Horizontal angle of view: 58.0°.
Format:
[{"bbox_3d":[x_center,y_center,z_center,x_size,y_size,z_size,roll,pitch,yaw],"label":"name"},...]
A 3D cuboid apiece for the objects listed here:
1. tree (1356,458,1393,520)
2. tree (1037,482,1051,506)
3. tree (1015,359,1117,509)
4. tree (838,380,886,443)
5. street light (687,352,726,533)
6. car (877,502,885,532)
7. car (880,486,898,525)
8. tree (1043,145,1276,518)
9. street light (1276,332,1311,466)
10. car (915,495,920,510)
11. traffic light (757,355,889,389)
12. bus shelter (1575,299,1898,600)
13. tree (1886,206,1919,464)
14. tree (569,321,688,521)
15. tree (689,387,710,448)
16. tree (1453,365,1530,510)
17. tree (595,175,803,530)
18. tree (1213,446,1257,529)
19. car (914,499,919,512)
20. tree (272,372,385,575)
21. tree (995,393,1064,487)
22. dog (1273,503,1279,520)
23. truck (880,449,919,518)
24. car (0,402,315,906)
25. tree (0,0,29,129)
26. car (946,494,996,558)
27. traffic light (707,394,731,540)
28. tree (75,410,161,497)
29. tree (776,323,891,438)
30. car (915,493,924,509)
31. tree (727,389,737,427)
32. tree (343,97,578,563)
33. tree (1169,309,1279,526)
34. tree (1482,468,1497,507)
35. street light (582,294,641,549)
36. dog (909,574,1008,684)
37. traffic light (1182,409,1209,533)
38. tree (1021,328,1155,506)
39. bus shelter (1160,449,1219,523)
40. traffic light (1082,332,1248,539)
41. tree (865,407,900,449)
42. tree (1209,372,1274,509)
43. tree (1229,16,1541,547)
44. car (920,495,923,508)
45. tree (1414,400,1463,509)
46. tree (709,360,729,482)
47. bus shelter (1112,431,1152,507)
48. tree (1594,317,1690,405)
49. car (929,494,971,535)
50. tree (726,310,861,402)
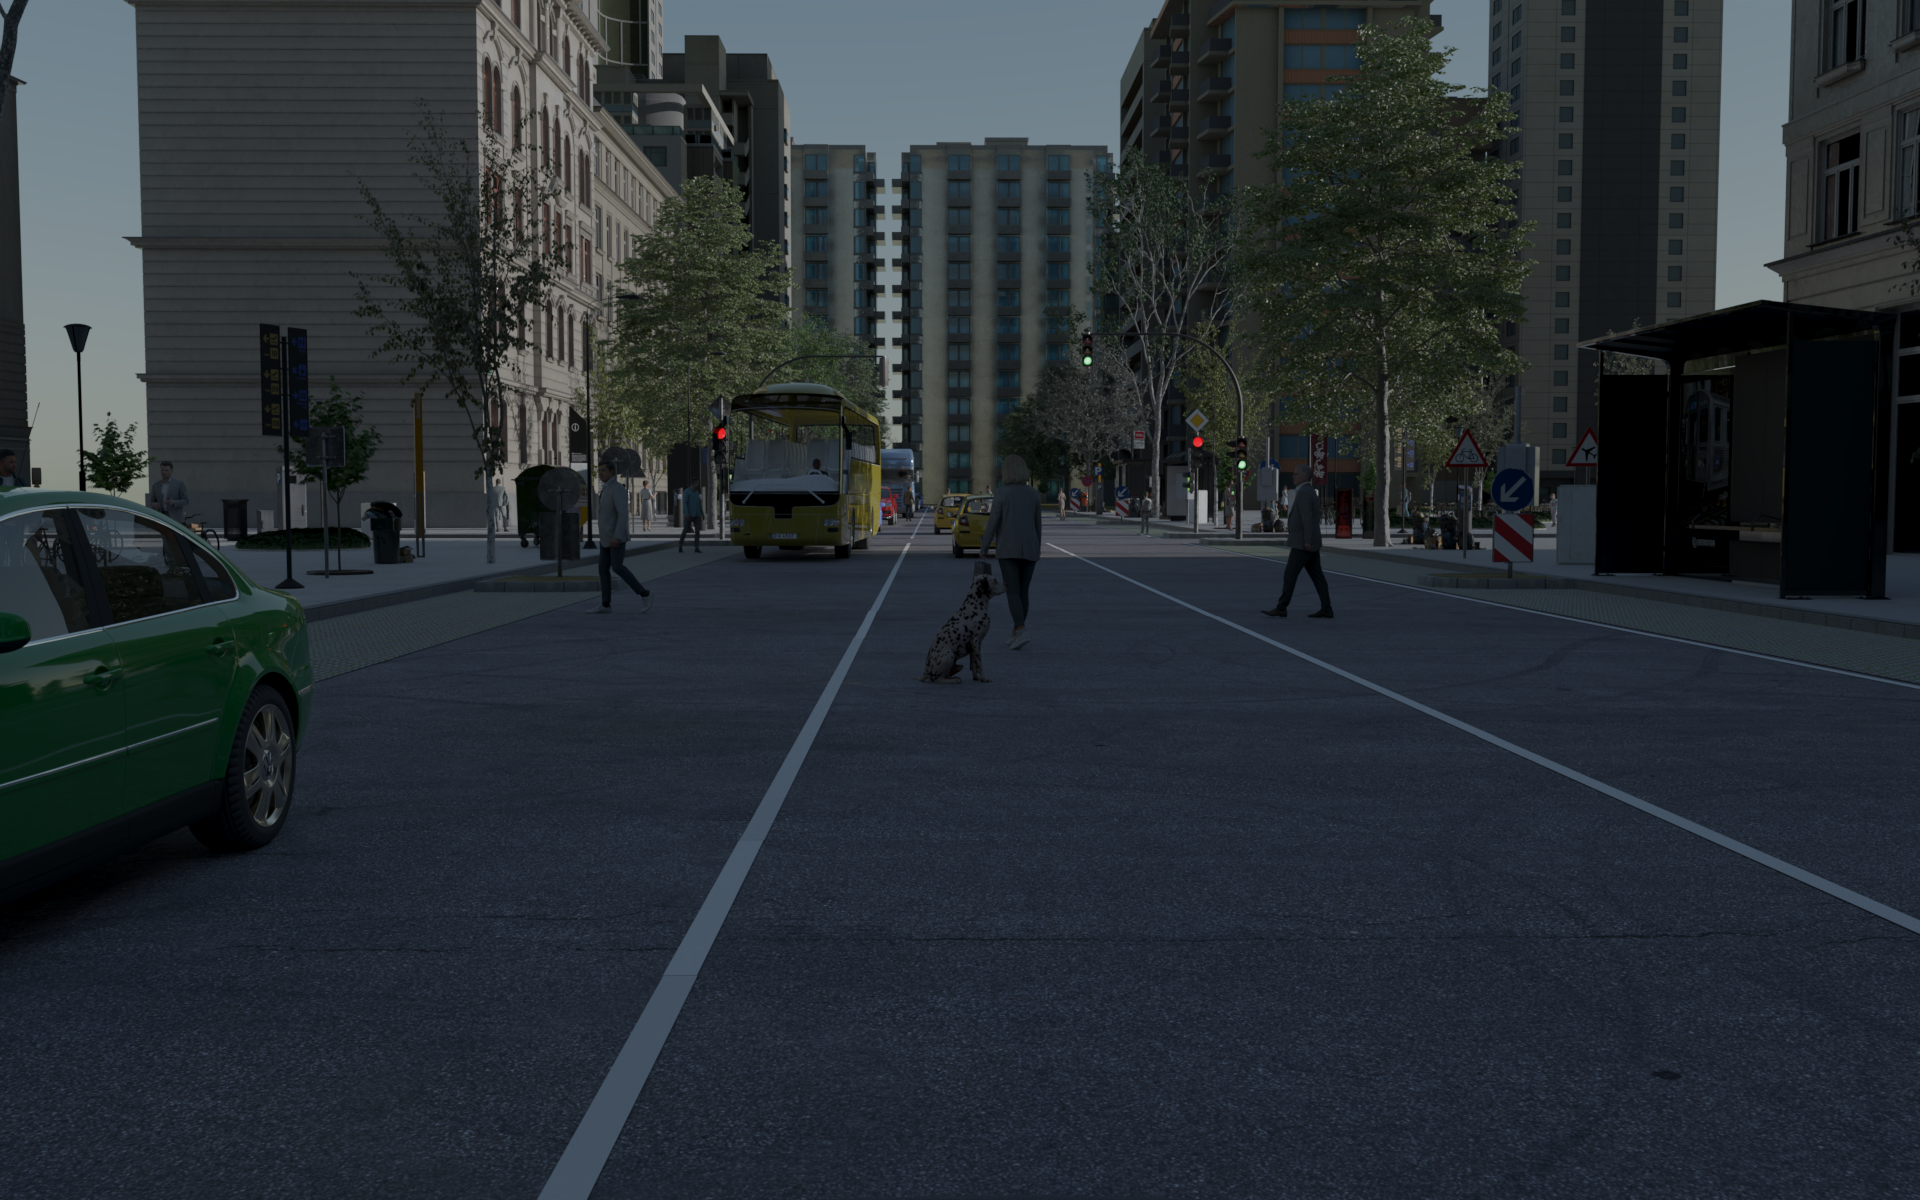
[{"bbox_3d":[20.074,-5.481,84.218,1.663,3.219,1.824,0,3,0],"label":"tree"},{"bbox_3d":[9.076,-11.745,186.632,1.663,3.219,1.824,0,3,0],"label":"tree"},{"bbox_3d":[8.943,-14.058,146.858,9.611,12.733,9.660,0,3,0],"label":"tree"},{"bbox_3d":[-10.902,-15.312,168.480,7.486,12.596,7.792,0,3,0],"label":"tree"},{"bbox_3d":[-8.311,-5.140,56.582,1.470,5.913,1.316,0,4,-1],"label":"street light"},{"bbox_3d":[-3.845,-3.487,66.607,1.945,1.707,3.694,0,4,-2],"label":"car"},{"bbox_3d":[-4.016,-4.414,80.848,2.281,1.827,5.304,0,4,0],"label":"car"},{"bbox_3d":[10.823,-14.479,92.618,12.611,20.169,13.585,0,3,0],"label":"tree"},{"bbox_3d":[9.301,-4.665,48.810,1.470,5.913,1.316,0,4,-1],"label":"street light"},{"bbox_3d":[-4.661,-9.007,159.270,2.014,1.417,4.499,0,4,1],"label":"car"},{"bbox_3d":[-4.716,-5.022,56.778,4.771,5.953,1.251,0,4,-1],"label":"traffic light"},{"bbox_3d":[10.488,-2.004,24.055,1.731,3.624,6.357,0,4,-1],"label":"bus shelter"},{"bbox_3d":[15.380,-4.537,24.544,4.360,8.622,3.978,0,3,0],"label":"tree"},{"bbox_3d":[-14.279,-7.412,71.552,4.737,8.622,4.395,0,3,0],"label":"tree"},{"bbox_3d":[-14.423,-8.041,81.837,4.737,8.622,4.395,0,3,0],"label":"tree"},{"bbox_3d":[28.541,-8.794,94.146,4.360,8.622,3.978,0,3,0],"label":"tree"},{"bbox_3d":[-9.398,-8.827,62.455,7.486,12.596,7.792,0,3,0],"label":"tree"},{"bbox_3d":[9.768,-4.215,63.519,1.663,3.219,1.824,0,3,0],"label":"tree"},{"bbox_3d":[-4.474,-8.046,143.356,2.131,1.459,4.920,0,4,0],"label":"car"},{"bbox_3d":[-10.080,-2.021,27.650,1.663,3.219,1.824,0,3,0],"label":"tree"},{"bbox_3d":[8.407,-16.866,193.883,7.486,12.596,7.792,0,3,0],"label":"tree"},{"bbox_3d":[15.739,-4.376,85.919,0.800,0.831,0.513,-3,5,-39],"label":"dog"},{"bbox_3d":[-4.204,-7.301,109.124,2.967,4.110,18.799,0,4,-2],"label":"truck"},{"bbox_3d":[-3.674,0.192,5.650,1.959,1.807,4.718,0,4,0],"label":"car"},{"bbox_3d":[-8.060,-9.722,14.850,12.611,20.169,13.585,0,3,0],"label":"tree"},{"bbox_3d":[0.681,-1.837,40.259,2.015,1.641,3.980,0,4,-1],"label":"car"},{"bbox_3d":[-6.691,-3.658,48.729,0.839,4.253,0.868,0,4,-1],"label":"traffic light"},{"bbox_3d":[-19.694,-2.787,40.171,1.663,3.219,1.824,0,3,0],"label":"tree"},{"bbox_3d":[-9.817,-13.666,130.086,9.857,13.997,8.962,0,3,0],"label":"tree"},{"bbox_3d":[-4.432,-9.477,164.545,1.945,1.707,3.694,0,4,-3],"label":"car"},{"bbox_3d":[-15.013,-10.467,121.497,4.360,8.622,3.978,0,3,0],"label":"tree"},{"bbox_3d":[-8.888,-4.977,31.744,4.360,8.622,3.978,0,3,0],"label":"tree"},{"bbox_3d":[10.555,-7.297,69.675,4.737,8.622,4.395,0,3,0],"label":"tree"},{"bbox_3d":[39.117,-8.096,126.975,1.663,3.219,1.824,0,3,0],"label":"tree"},{"bbox_3d":[-8.116,-4.148,40.353,1.470,5.913,1.316,0,4,-1],"label":"street light"},{"bbox_3d":[-0.095,0.216,13.297,0.800,0.831,0.513,2,4,29],"label":"dog"},{"bbox_3d":[7.753,-4.160,56.938,0.839,4.253,0.868,0,4,-1],"label":"traffic light"},{"bbox_3d":[9.583,-13.358,128.765,12.009,13.543,11.850,0,3,0],"label":"tree"},{"bbox_3d":[10.601,-5.261,79.948,2.014,3.302,5.546,0,4,-1],"label":"bus shelter"},{"bbox_3d":[5.778,-4.533,48.783,4.771,5.953,1.251,0,4,-1],"label":"traffic light"},{"bbox_3d":[-12.243,-18.162,207.321,12.009,13.543,11.850,0,3,0],"label":"tree"},{"bbox_3d":[16.755,-9.439,104.693,4.360,8.622,3.978,0,3,0],"label":"tree"},{"bbox_3d":[10.108,-7.557,41.678,7.486,12.596,7.792,0,3,0],"label":"tree"},{"bbox_3d":[-4.757,-10.298,180.733,2.083,1.381,4.827,0,4,-2],"label":"car"},{"bbox_3d":[34.536,-10.742,126.001,4.737,8.622,4.395,0,3,0],"label":"tree"},{"bbox_3d":[-13.721,-8.499,89.329,4.737,8.622,4.395,0,3,0],"label":"tree"},{"bbox_3d":[10.677,-7.935,107.377,2.179,5.291,8.768,0,4,-1],"label":"bus shelter"},{"bbox_3d":[28.620,-7.513,73.208,4.360,8.622,3.978,0,3,0],"label":"tree"},{"bbox_3d":[-0.092,-3.197,62.499,2.015,1.641,3.980,0,4,-1],"label":"car"},{"bbox_3d":[-9.526,-10.600,99.059,9.928,11.665,9.643,0,3,0],"label":"tree"}]
